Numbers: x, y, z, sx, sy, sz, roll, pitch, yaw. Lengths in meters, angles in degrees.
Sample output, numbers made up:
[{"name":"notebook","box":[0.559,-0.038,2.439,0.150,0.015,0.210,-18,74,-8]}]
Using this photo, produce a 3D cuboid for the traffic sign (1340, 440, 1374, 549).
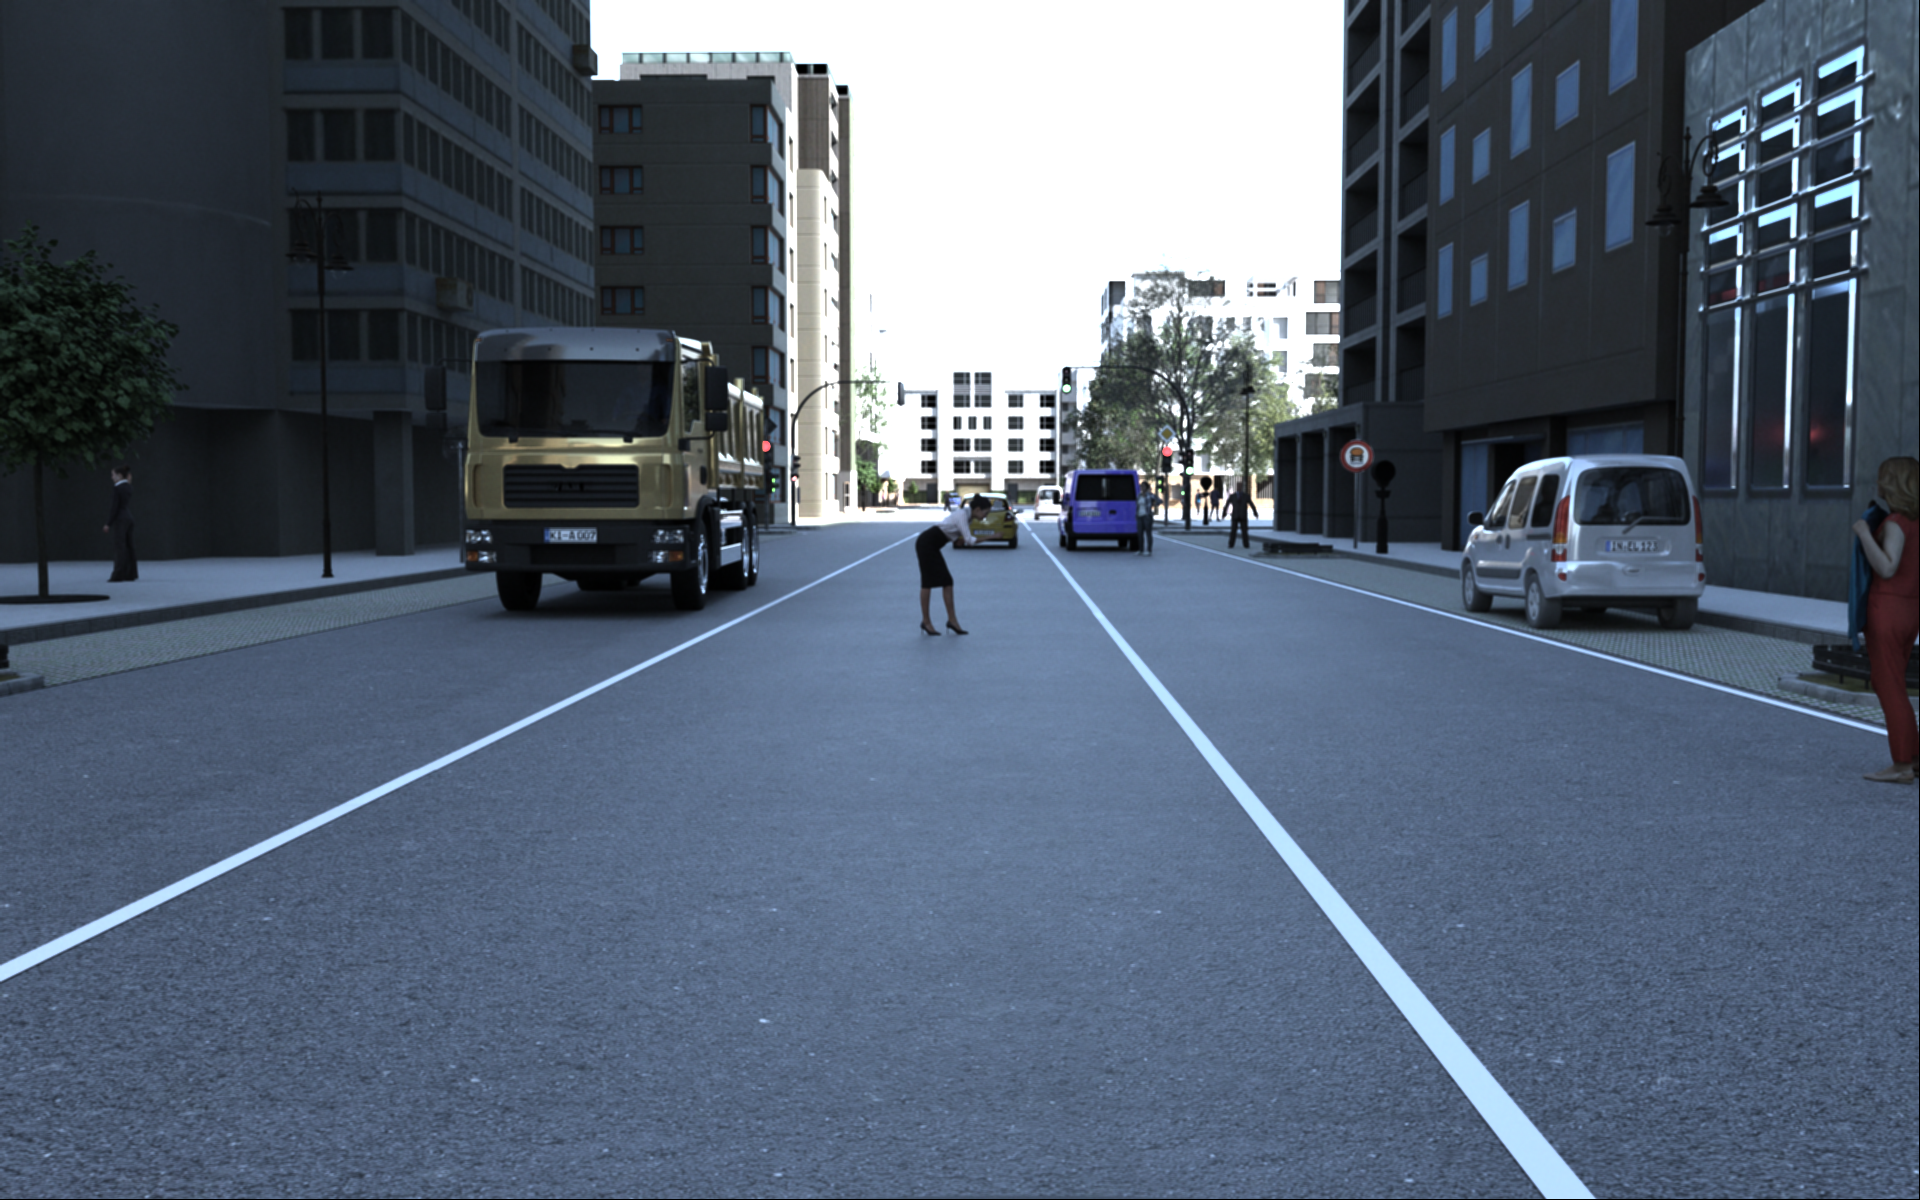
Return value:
[{"name":"traffic sign","box":[9.313,-2.484,40.714,0.768,2.556,0.104,1,4,11]}]

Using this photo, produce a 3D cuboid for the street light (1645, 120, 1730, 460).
[{"name":"street light","box":[9.151,-3.007,21.954,0.468,5.910,1.993,0,4,1]}]

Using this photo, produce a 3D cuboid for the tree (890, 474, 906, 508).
[{"name":"tree","box":[-6.581,-10.443,165.337,1.663,3.219,1.824,0,3,0]}]

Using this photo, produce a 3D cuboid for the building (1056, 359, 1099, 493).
[{"name":"building","box":[19.019,-23.242,236.422,11.380,20.091,16.016,0,4,1]}]

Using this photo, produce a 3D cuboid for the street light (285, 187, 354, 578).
[{"name":"street light","box":[-9.743,-3.286,26.509,0.468,5.910,1.993,0,4,1]}]

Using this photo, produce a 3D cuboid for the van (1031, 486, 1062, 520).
[{"name":"van","box":[4.960,-5.452,96.156,2.013,2.044,4.112,0,4,2]}]

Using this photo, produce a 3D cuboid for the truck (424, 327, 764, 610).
[{"name":"truck","box":[-4.421,-1.686,23.496,3.469,3.379,9.791,0,4,-1]}]

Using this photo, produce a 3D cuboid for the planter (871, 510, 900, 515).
[{"name":"planter","box":[-5.201,-6.140,121.528,1.991,0.319,1.994,0,4,1]}]

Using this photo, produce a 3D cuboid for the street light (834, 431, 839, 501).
[{"name":"street light","box":[-7.852,-8.346,109.246,0.468,5.910,1.993,0,4,1]}]

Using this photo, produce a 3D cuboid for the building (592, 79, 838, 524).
[{"name":"building","box":[-21.326,-14.812,87.220,27.650,21.520,28.899,0,4,1]}]

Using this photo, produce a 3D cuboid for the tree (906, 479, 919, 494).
[{"name":"tree","box":[-5.825,-13.566,216.401,1.663,3.219,1.824,0,3,0]}]

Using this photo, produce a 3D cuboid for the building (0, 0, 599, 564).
[{"name":"building","box":[-22.491,-21.550,44.218,23.993,40.220,32.217,0,4,1]}]

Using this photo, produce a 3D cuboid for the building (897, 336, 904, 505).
[{"name":"building","box":[-14.935,-20.745,195.598,16.016,20.091,11.380,0,4,1]}]

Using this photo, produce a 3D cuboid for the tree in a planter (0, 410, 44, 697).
[{"name":"tree in a planter","box":[-7.765,-0.918,12.234,1.991,3.239,1.994,0,4,1]}]

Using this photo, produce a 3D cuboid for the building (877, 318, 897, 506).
[{"name":"building","box":[-15.318,-20.036,184.006,16.016,20.091,11.380,0,4,1]}]

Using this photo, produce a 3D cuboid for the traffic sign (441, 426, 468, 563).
[{"name":"traffic sign","box":[-9.291,-1.966,32.254,0.768,2.556,0.104,0,4,7]}]

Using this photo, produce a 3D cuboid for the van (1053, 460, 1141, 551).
[{"name":"van","box":[3.633,-2.511,45.436,2.240,2.365,5.245,0,4,0]}]

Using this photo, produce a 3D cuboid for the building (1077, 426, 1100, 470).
[{"name":"building","box":[18.969,-16.105,205.463,9.099,9.664,28.070,0,4,1]}]

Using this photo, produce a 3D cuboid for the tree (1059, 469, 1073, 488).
[{"name":"tree","box":[14.433,-14.590,222.261,4.285,4.588,4.351,0,3,0]}]

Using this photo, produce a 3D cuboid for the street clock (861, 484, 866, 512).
[{"name":"street clock","box":[-6.965,-7.379,125.220,0.358,2.002,0.471,1,4,21]}]

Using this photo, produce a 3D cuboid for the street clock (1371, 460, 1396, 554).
[{"name":"street clock","box":[9.108,-2.003,37.319,0.471,2.002,0.358,-1,4,-9]}]

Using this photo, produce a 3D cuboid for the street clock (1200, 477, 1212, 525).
[{"name":"street clock","box":[10.153,-4.092,71.477,0.471,2.002,0.358,-1,4,-9]}]

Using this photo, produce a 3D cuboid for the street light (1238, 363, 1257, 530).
[{"name":"street light","box":[10.112,-5.396,61.014,0.468,5.910,1.993,0,4,1]}]

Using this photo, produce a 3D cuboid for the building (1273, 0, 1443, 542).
[{"name":"building","box":[20.941,-37.298,48.077,20.563,71.187,20.611,0,4,1]}]

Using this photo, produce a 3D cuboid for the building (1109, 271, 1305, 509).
[{"name":"building","box":[21.360,-18.127,152.800,16.016,20.091,11.380,0,4,1]}]

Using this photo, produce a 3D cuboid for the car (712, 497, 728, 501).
[{"name":"car","box":[-7.140,-2.142,47.381,2.083,1.381,4.827,0,4,2]}]

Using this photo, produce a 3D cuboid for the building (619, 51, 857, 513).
[{"name":"building","box":[-14.593,-21.117,116.971,14.160,30.474,14.107,0,4,1]}]

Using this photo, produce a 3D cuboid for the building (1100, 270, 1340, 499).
[{"name":"building","box":[27.909,-20.220,174.578,27.936,21.610,32.646,0,4,1]}]

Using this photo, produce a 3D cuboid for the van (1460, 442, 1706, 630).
[{"name":"van","box":[6.911,-0.769,19.592,2.013,2.044,4.112,0,4,2]}]

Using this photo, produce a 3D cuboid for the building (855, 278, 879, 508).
[{"name":"building","box":[-22.627,-19.436,161.760,27.936,21.610,32.646,0,4,1]}]

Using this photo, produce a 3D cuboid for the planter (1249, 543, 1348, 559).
[{"name":"planter","box":[7.576,-1.103,39.171,1.991,0.319,1.994,0,4,1]}]

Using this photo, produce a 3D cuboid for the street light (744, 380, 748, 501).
[{"name":"street light","box":[-8.719,-5.957,70.184,0.468,5.910,1.993,0,4,1]}]

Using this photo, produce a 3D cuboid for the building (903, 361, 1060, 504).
[{"name":"building","box":[-2.386,-22.717,237.883,31.486,18.905,16.747,0,4,1]}]

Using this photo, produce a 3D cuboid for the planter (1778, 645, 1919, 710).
[{"name":"planter","box":[6.957,0.545,12.234,1.991,0.319,1.994,0,4,1]}]

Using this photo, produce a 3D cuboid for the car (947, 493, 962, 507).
[{"name":"car","box":[-0.774,-11.443,196.687,1.945,1.707,3.694,0,4,2]}]

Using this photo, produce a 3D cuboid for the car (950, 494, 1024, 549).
[{"name":"car","box":[0.711,-2.244,46.905,2.015,1.641,3.980,0,4,3]}]

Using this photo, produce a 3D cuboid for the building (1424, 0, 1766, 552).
[{"name":"building","box":[17.449,-23.331,31.570,14.600,45.320,14.200,0,4,1]}]

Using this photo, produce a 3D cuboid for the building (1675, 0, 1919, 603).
[{"name":"building","box":[21.364,-42.487,7.335,22.319,86.520,31.000,0,4,1]}]
